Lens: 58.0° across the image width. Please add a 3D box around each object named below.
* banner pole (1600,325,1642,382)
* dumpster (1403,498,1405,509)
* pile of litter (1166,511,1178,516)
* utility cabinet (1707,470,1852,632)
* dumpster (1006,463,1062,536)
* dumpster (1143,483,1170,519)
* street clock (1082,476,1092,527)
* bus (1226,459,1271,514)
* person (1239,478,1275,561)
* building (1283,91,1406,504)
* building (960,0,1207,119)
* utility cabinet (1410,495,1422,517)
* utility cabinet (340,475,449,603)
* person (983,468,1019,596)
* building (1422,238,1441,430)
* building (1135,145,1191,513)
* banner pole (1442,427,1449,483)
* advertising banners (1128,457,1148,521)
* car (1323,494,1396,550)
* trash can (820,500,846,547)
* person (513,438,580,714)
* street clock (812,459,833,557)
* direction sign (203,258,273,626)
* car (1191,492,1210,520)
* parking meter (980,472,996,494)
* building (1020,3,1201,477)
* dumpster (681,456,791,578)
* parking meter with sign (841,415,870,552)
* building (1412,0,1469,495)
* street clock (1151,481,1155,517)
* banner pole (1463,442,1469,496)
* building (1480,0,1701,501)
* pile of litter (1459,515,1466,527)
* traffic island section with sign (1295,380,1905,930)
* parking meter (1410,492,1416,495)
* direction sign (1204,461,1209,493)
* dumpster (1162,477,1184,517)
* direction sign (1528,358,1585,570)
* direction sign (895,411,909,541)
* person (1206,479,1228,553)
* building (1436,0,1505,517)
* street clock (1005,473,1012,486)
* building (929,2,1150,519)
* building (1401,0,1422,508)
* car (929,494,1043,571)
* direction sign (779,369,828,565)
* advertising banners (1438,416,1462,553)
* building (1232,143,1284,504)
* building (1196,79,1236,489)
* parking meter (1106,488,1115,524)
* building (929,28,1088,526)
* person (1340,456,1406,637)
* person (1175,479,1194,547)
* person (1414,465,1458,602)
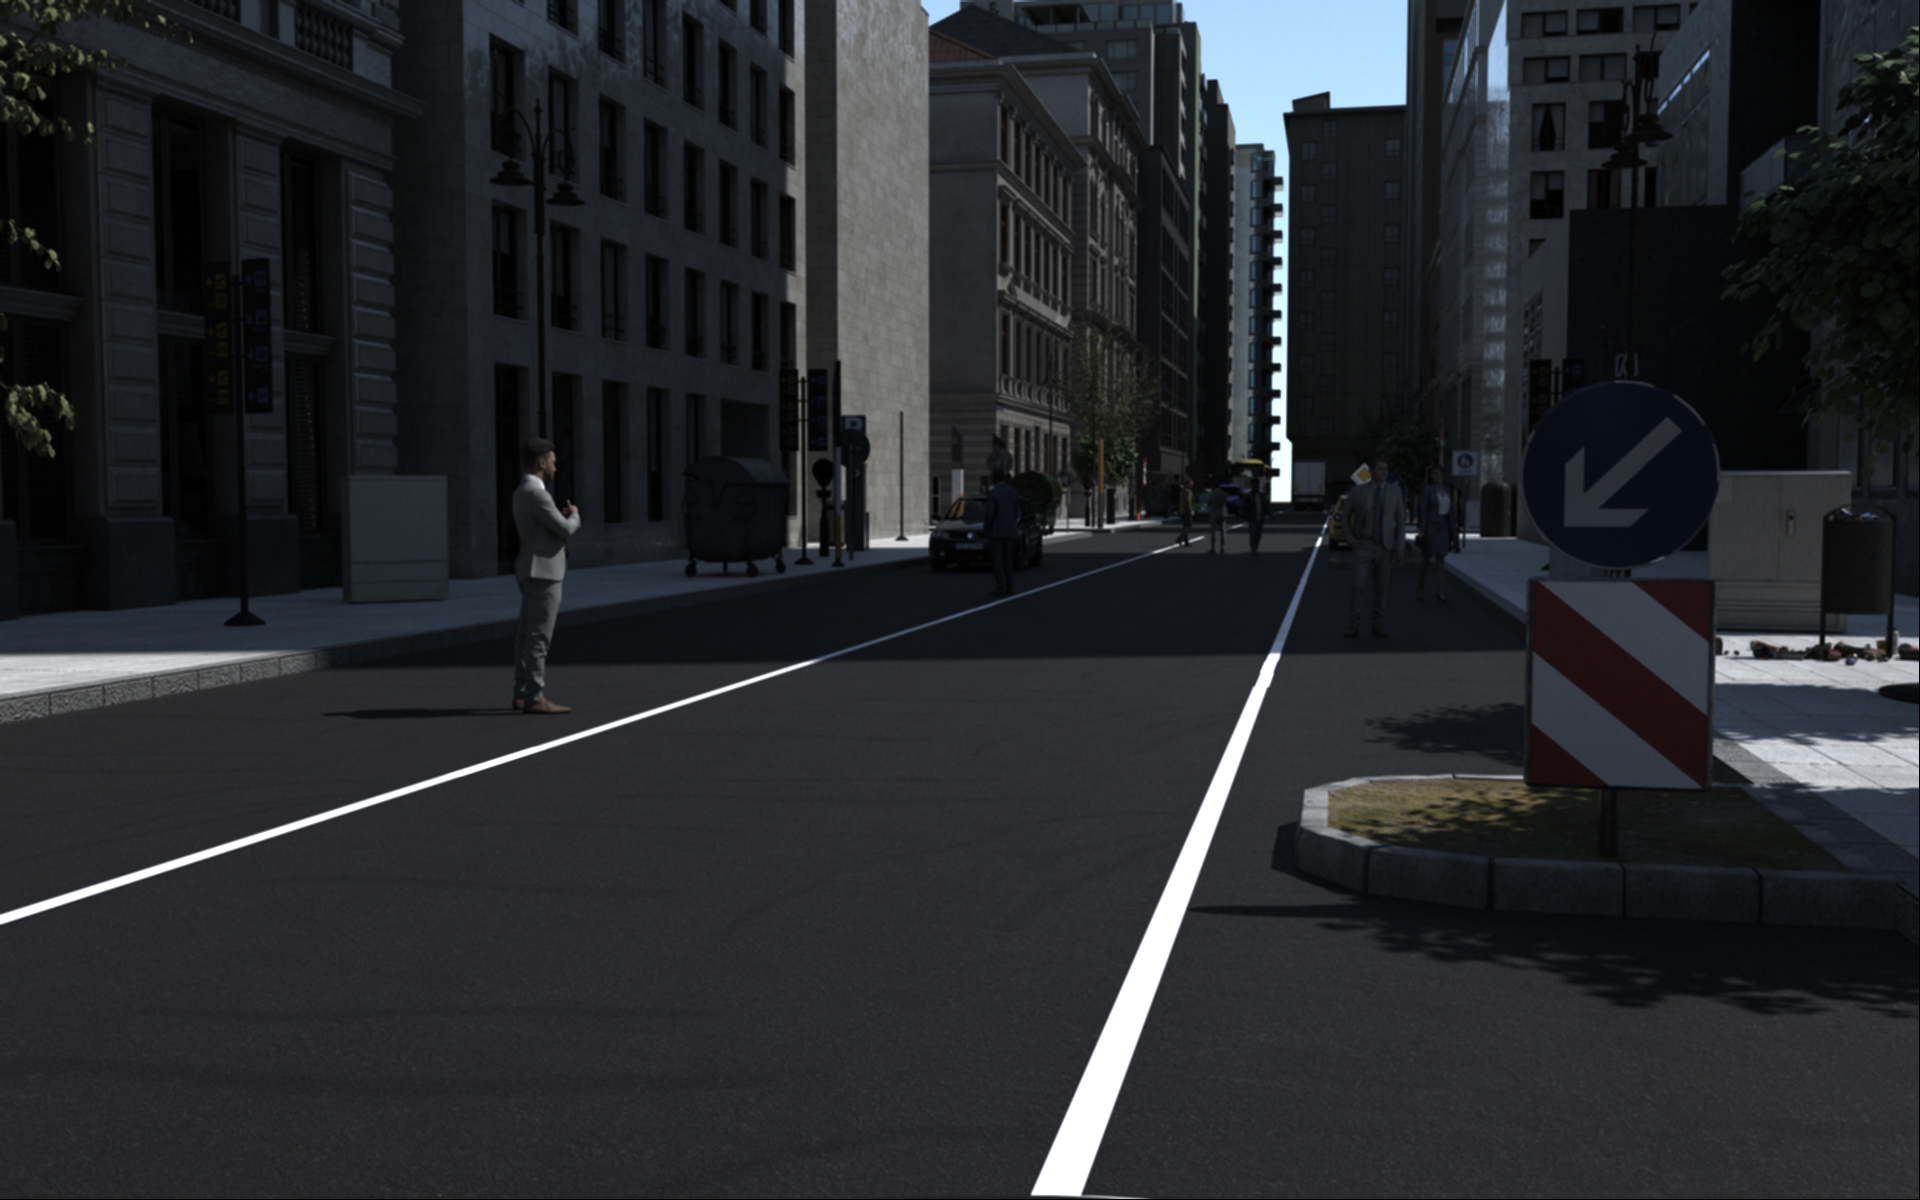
[{"bbox_3d":[9.682,-2.176,25.595,0.401,3.779,0.863,-2,4,-35],"label":"banner pole"},{"bbox_3d":[23.963,-5.492,95.561,1.264,1.857,1.865,1,4,12],"label":"dumpster"},{"bbox_3d":[12.146,-5.292,100.492,1.176,0.858,1.719,2,4,24],"label":"pile of litter"},{"bbox_3d":[7.604,-0.455,16.120,1.173,1.500,0.318,1,4,20],"label":"utility cabinet"},{"bbox_3d":[2.279,-3.130,53.668,1.502,2.255,1.985,1,4,12],"label":"dumpster"},{"bbox_3d":[10.292,-5.200,90.785,1.264,1.857,1.865,1,4,12],"label":"dumpster"},{"bbox_3d":[5.039,-3.902,68.368,0.471,2.002,0.358,0,3,0],"label":"street clock"},{"bbox_3d":[21.057,-8.199,125.593,2.896,3.916,12.252,1,4,12],"label":"bus"},{"bbox_3d":[6.370,-1.745,37.385,0.623,1.781,0.721,-3,5,-41],"label":"person"},{"bbox_3d":[57.696,-39.402,233.460,27.495,52.752,28.713,1,4,12],"label":"building"},{"bbox_3d":[12.380,-33.692,170.473,23.786,49.044,30.456,1,4,12],"label":"building"},{"bbox_3d":[26.024,-5.314,98.038,1.020,1.237,0.306,0,4,-7],"label":"utility cabinet"},{"bbox_3d":[-6.712,-0.728,20.577,1.173,1.500,0.318,-3,4,-38],"label":"utility cabinet"},{"bbox_3d":[0.593,-0.969,24.518,0.419,1.800,0.721,3,5,41],"label":"person"},{"bbox_3d":[39.333,-17.578,123.559,11.583,22.565,21.152,1,4,12],"label":"building"},{"bbox_3d":[8.607,-20.318,125.700,14.314,27.812,24.014,1,4,12],"label":"building"},{"bbox_3d":[17.980,-4.541,64.259,0.401,3.779,0.863,2,4,33],"label":"banner pole"},{"bbox_3d":[8.416,-5.238,81.823,0.090,3.025,2.074,2,4,31],"label":"advertising banners"},{"bbox_3d":[10.591,-2.167,45.647,2.015,1.641,3.980,1,4,11],"label":"car"},{"bbox_3d":[-3.038,-1.860,42.067,0.748,1.137,0.748,0,3,0],"label":"trash can"},{"bbox_3d":[-2.714,-0.168,11.422,0.466,1.800,0.511,-3,5,-39],"label":"person"},{"bbox_3d":[-2.791,-1.896,35.563,0.471,2.002,0.358,0,4,-1],"label":"street clock"},{"bbox_3d":[-7.014,-1.522,16.881,0.876,3.537,0.379,2,4,26],"label":"direction sign"},{"bbox_3d":[13.405,-5.238,94.437,1.959,1.807,4.718,1,4,12],"label":"car"},{"bbox_3d":[0.746,-2.449,45.748,0.399,1.863,0.255,-3,5,-39],"label":"parking meter"},{"bbox_3d":[12.704,-28.351,147.138,14.154,41.232,14.086,1,4,12],"label":"building"},{"bbox_3d":[-3.542,-1.320,27.347,1.264,1.857,1.865,1,4,12],"label":"dumpster"},{"bbox_3d":[-2.327,-2.628,39.232,0.543,3.016,1.738,0,4,2],"label":"parking meter with sign"},{"bbox_3d":[46.419,-30.493,148.669,14.600,45.320,14.200,1,4,12],"label":"building"},{"bbox_3d":[10.926,-5.731,98.269,0.358,2.002,0.471,0,4,5],"label":"street clock"},{"bbox_3d":[24.360,-5.712,83.404,0.401,3.779,0.863,2,4,33],"label":"banner pole"},{"bbox_3d":[29.732,-13.038,67.929,16.860,20.320,10.420,1,4,12],"label":"building"},{"bbox_3d":[19.213,-3.253,67.153,1.176,0.858,1.719,-2,4,-34],"label":"pile of litter"},{"bbox_3d":[2.352,0.111,6.821,1.989,1.847,2.006,1,4,12],"label":"traffic island section with sign"},{"bbox_3d":[26.313,-5.636,100.564,0.372,1.533,0.369,0,3,0],"label":"parking meter"},{"bbox_3d":[16.767,-7.766,118.963,0.379,3.537,0.876,-3,5,-42],"label":"direction sign"},{"bbox_3d":[11.997,-5.857,98.255,1.502,2.255,1.985,1,4,12],"label":"dumpster"},{"bbox_3d":[9.996,-2.269,29.102,0.876,3.537,0.379,2,4,30],"label":"direction sign"},{"bbox_3d":[-1.608,-3.410,47.756,0.379,3.537,0.876,0,4,1],"label":"direction sign"},{"bbox_3d":[6.213,-2.037,41.989,0.511,1.800,0.466,-2,4,-28],"label":"person"},{"bbox_3d":[33.749,-19.635,98.528,11.434,29.767,29.804,1,4,12],"label":"building"},{"bbox_3d":[1.432,-3.157,56.181,0.471,2.002,0.358,-2,4,-34],"label":"street clock"},{"bbox_3d":[2.984,-19.229,101.782,14.401,28.519,23.554,1,4,12],"label":"building"},{"bbox_3d":[54.006,-38.305,168.279,21.231,58.520,28.212,1,4,12],"label":"building"},{"bbox_3d":[0.545,-1.455,33.573,2.009,1.686,4.222,1,4,10],"label":"car"},{"bbox_3d":[-2.844,-2.416,31.505,0.876,3.537,0.379,0,4,3],"label":"direction sign"},{"bbox_3d":[10.831,-2.579,38.348,0.090,3.025,2.074,0,4,3],"label":"advertising banners"},{"bbox_3d":[28.536,-37.734,236.559,30.456,49.044,23.786,1,4,12],"label":"building"},{"bbox_3d":[20.712,-35.366,201.933,21.600,48.544,21.300,1,4,12],"label":"building"},{"bbox_3d":[6.417,-3.994,73.710,0.372,1.533,0.369,0,3,0],"label":"parking meter"},{"bbox_3d":[-1.366,-14.900,79.779,11.583,22.565,21.152,1,4,12],"label":"building"},{"bbox_3d":[4.174,-0.545,17.508,0.635,1.810,0.391,0,4,-2],"label":"person"},{"bbox_3d":[6.119,-2.351,46.852,0.656,1.842,0.836,3,5,40],"label":"person"},{"bbox_3d":[6.348,-0.894,23.148,0.581,1.822,0.654,0,4,-4],"label":"person"}]
